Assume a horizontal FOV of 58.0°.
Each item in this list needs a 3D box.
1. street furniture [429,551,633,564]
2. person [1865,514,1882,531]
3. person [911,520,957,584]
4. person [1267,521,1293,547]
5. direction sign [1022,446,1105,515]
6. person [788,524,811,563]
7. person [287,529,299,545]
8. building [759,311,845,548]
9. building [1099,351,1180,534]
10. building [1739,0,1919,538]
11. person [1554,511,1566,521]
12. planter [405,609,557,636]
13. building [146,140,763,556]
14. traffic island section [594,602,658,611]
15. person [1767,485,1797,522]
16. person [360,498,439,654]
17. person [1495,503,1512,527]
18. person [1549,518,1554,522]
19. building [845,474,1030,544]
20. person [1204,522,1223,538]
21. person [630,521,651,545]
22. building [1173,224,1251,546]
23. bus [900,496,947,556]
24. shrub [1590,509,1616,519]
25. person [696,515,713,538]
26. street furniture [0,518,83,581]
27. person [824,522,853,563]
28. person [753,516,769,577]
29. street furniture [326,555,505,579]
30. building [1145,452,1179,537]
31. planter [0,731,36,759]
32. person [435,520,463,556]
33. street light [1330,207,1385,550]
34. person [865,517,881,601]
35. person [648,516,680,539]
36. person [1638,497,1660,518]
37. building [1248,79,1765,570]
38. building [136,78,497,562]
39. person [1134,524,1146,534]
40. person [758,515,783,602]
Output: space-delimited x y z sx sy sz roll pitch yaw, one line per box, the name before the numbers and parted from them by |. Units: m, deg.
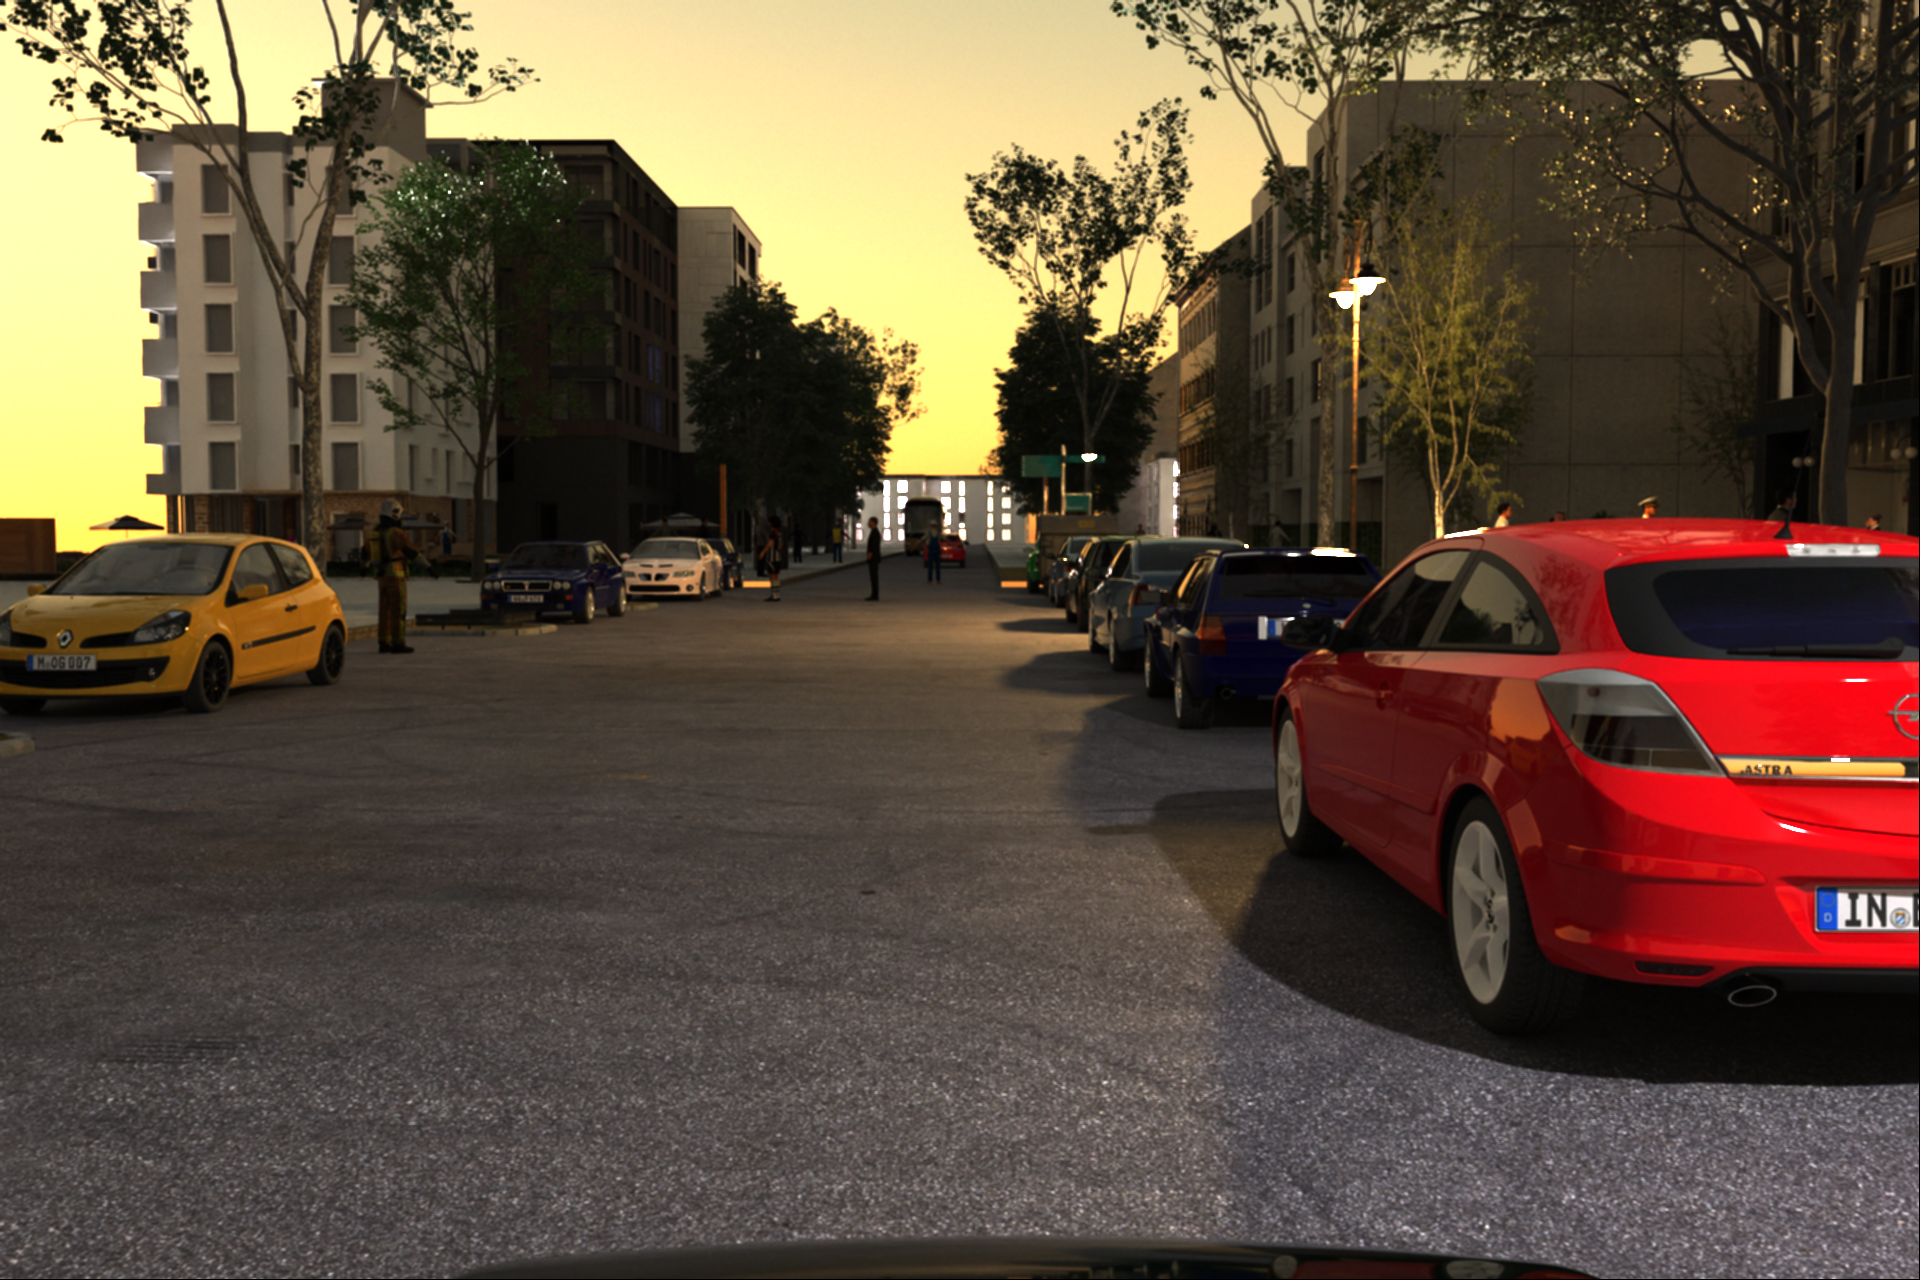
street furniture | -14.638 -2.961 64.042 10.072 0.657 5.734 -1 4 -13
person | 20.220 -1.939 38.547 0.445 1.727 0.742 0 4 -3
person | -0.746 -2.536 49.784 1.347 1.847 0.705 0 4 -5
person | 12.320 -3.719 66.984 0.705 1.806 1.347 -2 4 -34
direction sign | 3.126 -3.858 51.836 2.525 3.948 1.411 0 3 0
person | -7.153 -4.289 76.841 1.216 1.740 0.721 2 4 25
person | -18.542 -2.360 47.850 0.991 1.433 0.599 3 4 39
building | -26.653 -20.240 174.898 27.936 21.610 32.646 0 3 0
building | 26.499 -22.925 205.759 19.493 23.208 18.063 0 4 0
building | 28.900 -15.789 37.742 16.754 29.471 25.880 0 4 1
person | 13.595 -2.022 39.206 0.704 1.811 1.347 1 4 10
planter | -6.985 -0.252 25.256 1.991 0.319 1.994 0 4 1
building | -28.159 -16.058 106.531 27.936 21.610 32.646 0 4 1
traffic island section | -6.889 -0.641 33.348 1.991 0.108 1.994 0 4 1
person | 9.212 -0.812 19.318 0.704 1.823 1.345 0 4 1
person | -6.825 -0.773 20.871 1.354 1.858 0.705 2 4 33
person | 9.374 -1.445 29.785 0.704 1.810 1.344 1 4 10
person | 19.695 -3.138 57.495 0.705 1.806 1.347 -2 4 -34
building | -4.521 -18.261 243.171 28.070 9.664 9.099 1 4 9
person | 12.220 -4.760 83.601 1.354 1.856 0.705 -2 4 -31
person | -12.922 -3.935 70.475 1.346 1.812 0.704 3 5 39
building | 23.222 -16.605 102.418 19.493 23.208 18.063 0 4 0
bus | -2.283 -7.621 116.144 2.896 3.916 12.252 0 4 1
shrub | 19.126 -2.879 51.491 1.690 2.028 1.600 0 3 0
person | -7.632 -2.812 51.906 0.705 1.837 1.347 -3 4 -36
street furniture | -27.746 -2.664 50.409 9.812 1.723 11.010 -2 4 -31
person | -5.432 -4.342 76.955 1.349 1.833 0.705 1 4 12
person | -5.896 -2.788 51.712 0.705 1.813 1.348 -2 4 -32
street furniture | -17.267 -2.210 51.754 10.072 0.657 5.734 0 4 -4
building | 24.880 -14.391 177.436 9.099 9.664 28.070 0 4 0
planter | -7.109 0.622 10.976 1.991 0.319 1.994 0 4 0
person | -21.038 -3.991 71.107 1.347 1.847 0.705 1 4 20
street light | 5.687 -3.191 24.956 0.468 5.910 1.993 0 4 1
person | -1.892 -1.756 37.389 0.704 1.802 1.346 0 4 -3
person | -8.372 -2.616 49.037 1.348 1.796 0.705 -3 5 -41
person | 10.618 -1.276 26.649 1.343 1.855 0.704 -3 5 -42
building | 23.558 -12.831 76.237 16.747 18.905 31.486 0 4 1
building | -28.285 -13.270 73.379 16.016 20.090 11.380 0 4 1
person | 8.170 -4.359 78.074 1.217 1.733 0.721 -2 4 -26
person | -3.989 -1.729 36.874 0.704 1.843 1.345 1 4 10
